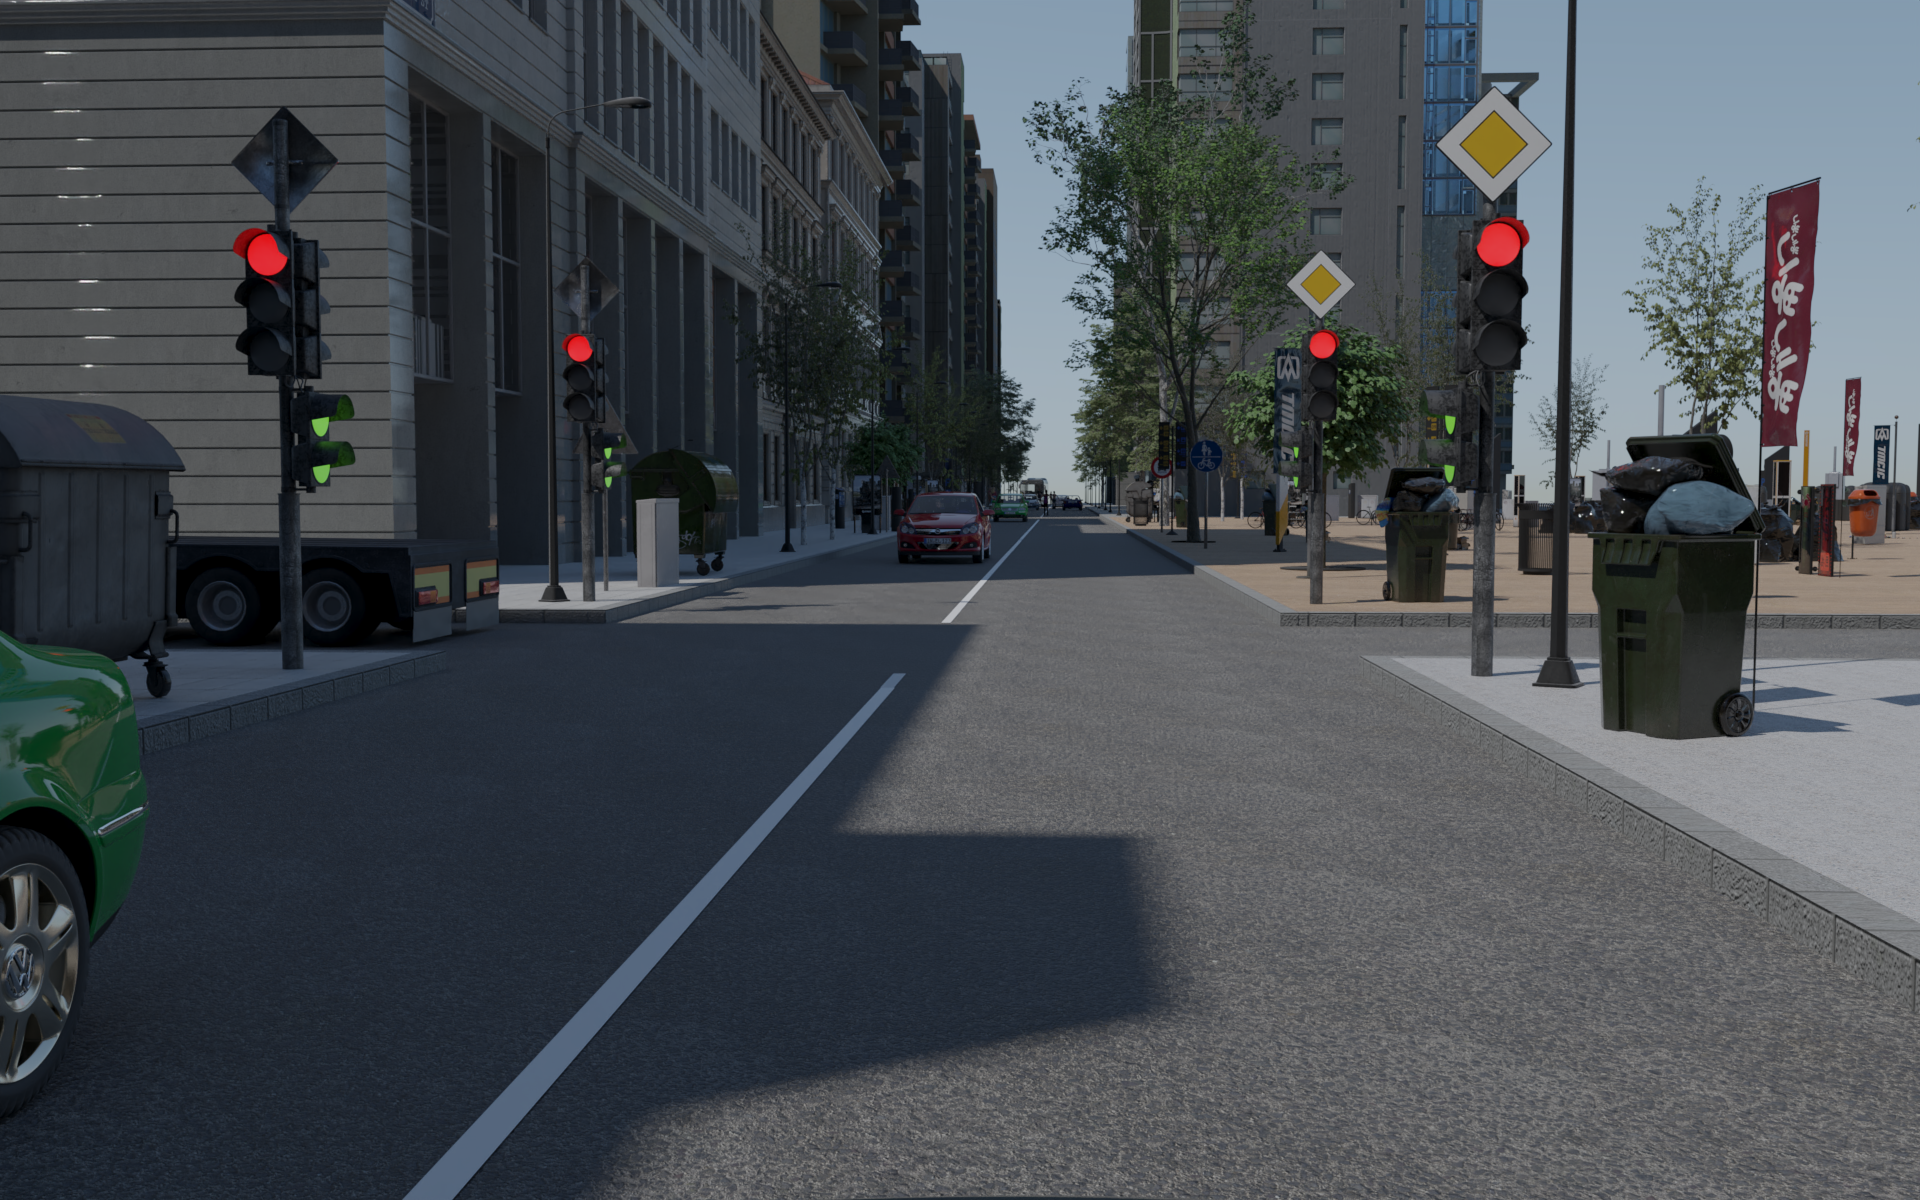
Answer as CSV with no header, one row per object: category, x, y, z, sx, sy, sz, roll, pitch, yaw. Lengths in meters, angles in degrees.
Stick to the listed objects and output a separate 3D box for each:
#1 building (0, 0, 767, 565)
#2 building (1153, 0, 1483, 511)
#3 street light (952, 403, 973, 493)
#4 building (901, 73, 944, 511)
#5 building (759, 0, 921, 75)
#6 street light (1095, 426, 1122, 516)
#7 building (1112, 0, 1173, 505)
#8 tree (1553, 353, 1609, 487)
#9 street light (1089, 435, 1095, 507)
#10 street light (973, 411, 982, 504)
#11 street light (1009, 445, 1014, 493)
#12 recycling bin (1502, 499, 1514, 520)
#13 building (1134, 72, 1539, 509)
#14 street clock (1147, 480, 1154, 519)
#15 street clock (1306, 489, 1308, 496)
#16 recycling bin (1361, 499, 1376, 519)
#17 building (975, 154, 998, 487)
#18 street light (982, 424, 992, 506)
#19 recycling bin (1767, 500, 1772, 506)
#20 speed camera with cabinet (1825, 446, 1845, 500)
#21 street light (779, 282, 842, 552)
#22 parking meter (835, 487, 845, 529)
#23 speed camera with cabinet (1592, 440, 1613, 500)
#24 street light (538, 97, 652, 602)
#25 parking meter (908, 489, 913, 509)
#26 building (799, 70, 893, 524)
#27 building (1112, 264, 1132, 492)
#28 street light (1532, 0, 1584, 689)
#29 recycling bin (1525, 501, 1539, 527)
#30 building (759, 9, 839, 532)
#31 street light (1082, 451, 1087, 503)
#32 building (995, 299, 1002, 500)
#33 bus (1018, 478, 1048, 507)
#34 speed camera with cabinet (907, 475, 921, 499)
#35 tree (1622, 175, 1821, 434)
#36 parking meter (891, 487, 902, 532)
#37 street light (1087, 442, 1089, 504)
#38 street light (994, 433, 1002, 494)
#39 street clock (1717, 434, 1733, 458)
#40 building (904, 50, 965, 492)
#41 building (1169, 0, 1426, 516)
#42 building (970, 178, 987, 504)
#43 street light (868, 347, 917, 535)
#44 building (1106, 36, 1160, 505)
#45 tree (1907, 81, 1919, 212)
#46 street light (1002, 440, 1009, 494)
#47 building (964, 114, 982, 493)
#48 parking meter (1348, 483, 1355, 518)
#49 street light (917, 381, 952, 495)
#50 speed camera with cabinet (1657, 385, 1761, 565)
building,-12.263,-15.924,37.850,11.434,29.767,29.804,0,4,3
building,25.699,-49.750,126.081,22.319,86.520,31.000,0,4,3
street light,-0.248,-7.090,88.469,1.470,5.913,1.316,0,4,3
building,-17.151,-27.283,137.950,32.217,40.220,23.993,0,4,3
building,-14.089,-27.876,110.396,22.147,44.769,28.867,0,4,3
street light,8.924,-7.974,102.915,1.470,5.913,1.316,0,4,3
building,28.042,-46.391,196.743,20.563,71.187,20.611,0,4,3
tree,32.215,-8.614,91.208,4.360,8.622,3.978,0,3,0
street light,9.879,-9.013,119.909,1.470,5.913,1.316,0,4,3
street light,0.319,-7.644,97.527,1.470,5.913,1.316,0,4,3
street light,4.261,-11.749,164.638,1.470,5.913,1.316,0,4,3
recycling bin,27.564,-4.521,86.473,0.722,1.027,0.722,3,5,39
building,32.027,-28.302,154.615,32.217,40.220,23.993,0,4,3
street clock,9.734,-5.127,88.394,0.471,2.002,0.358,2,4,25
street clock,16.646,-4.770,82.567,0.358,2.002,0.471,1,4,20
recycling bin,21.422,-4.787,90.820,0.722,1.027,0.722,1,4,13
building,-2.143,-35.613,232.388,14.600,45.320,14.200,0,4,3
street light,1.162,-8.670,114.290,1.470,5.913,1.316,0,4,3
recycling bin,36.197,-4.009,78.106,0.722,1.027,0.722,-2,4,-33
speed camera with cabinet,36.865,-4.718,71.468,2.038,3.252,0.660,3,4,37
street light,-3.273,-4.010,38.098,1.470,5.913,1.316,0,4,3
parking meter,-4.448,-3.405,64.088,0.372,1.533,0.369,0,3,0
speed camera with cabinet,24.053,-4.261,64.003,0.660,3.252,2.038,3,5,44
street light,-4.304,-2.931,20.460,1.470,5.913,1.316,0,4,3
parking meter,-2.356,-4.646,84.380,0.372,1.533,0.369,0,3,0
building,-10.015,-15.133,83.587,11.583,22.565,21.152,0,4,3
building,26.036,-27.168,215.899,14.160,30.474,14.107,0,4,3
street light,3.462,-2.380,11.447,1.470,5.913,1.316,0,4,3
recycling bin,22.138,-3.356,67.423,0.722,1.027,0.722,1,4,19
building,-10.909,-12.165,63.530,10.561,19.102,19.286,0,4,3
street light,11.823,-11.085,153.779,1.470,5.913,1.316,0,4,3
building,-1.331,-29.094,247.390,14.160,30.474,14.107,0,4,3
bus,8.259,-12.045,191.800,2.948,3.499,13.247,0,4,5
speed camera with cabinet,-2.119,-5.813,89.385,0.660,3.252,2.038,1,4,21
tree,17.819,-5.542,40.966,4.737,8.622,4.395,0,3,0
parking meter,-2.167,-3.109,59.236,0.372,1.533,0.369,0,3,0
street light,10.991,-10.059,137.000,1.470,5.913,1.316,0,4,3
street light,2.220,-9.694,131.041,1.470,5.913,1.316,0,4,3
street clock,9.084,-1.002,20.947,0.358,2.002,0.471,-1,4,-13
building,-6.998,-28.915,156.360,14.154,41.232,14.086,0,4,3
building,19.819,-25.790,105.269,14.154,41.232,14.086,0,4,3
building,-3.967,-32.715,218.480,14.154,41.232,14.086,0,4,3
street light,-2.235,-5.034,54.850,1.470,5.913,1.316,0,4,3
building,31.560,-56.498,236.414,22.319,86.520,31.000,0,4,3
tree,17.501,-4.763,28.245,4.737,8.622,4.395,0,3,0
street light,3.193,-10.719,147.796,1.470,5.913,1.316,0,4,3
building,-8.951,-33.155,196.707,22.147,44.769,28.867,0,4,3
parking meter,20.703,-5.250,91.549,0.255,1.863,0.399,-1,4,-9
street light,-1.225,-6.059,71.603,1.470,5.913,1.316,0,4,3
speed camera with cabinet,13.426,-2.274,31.511,2.038,3.252,0.660,1,4,12
